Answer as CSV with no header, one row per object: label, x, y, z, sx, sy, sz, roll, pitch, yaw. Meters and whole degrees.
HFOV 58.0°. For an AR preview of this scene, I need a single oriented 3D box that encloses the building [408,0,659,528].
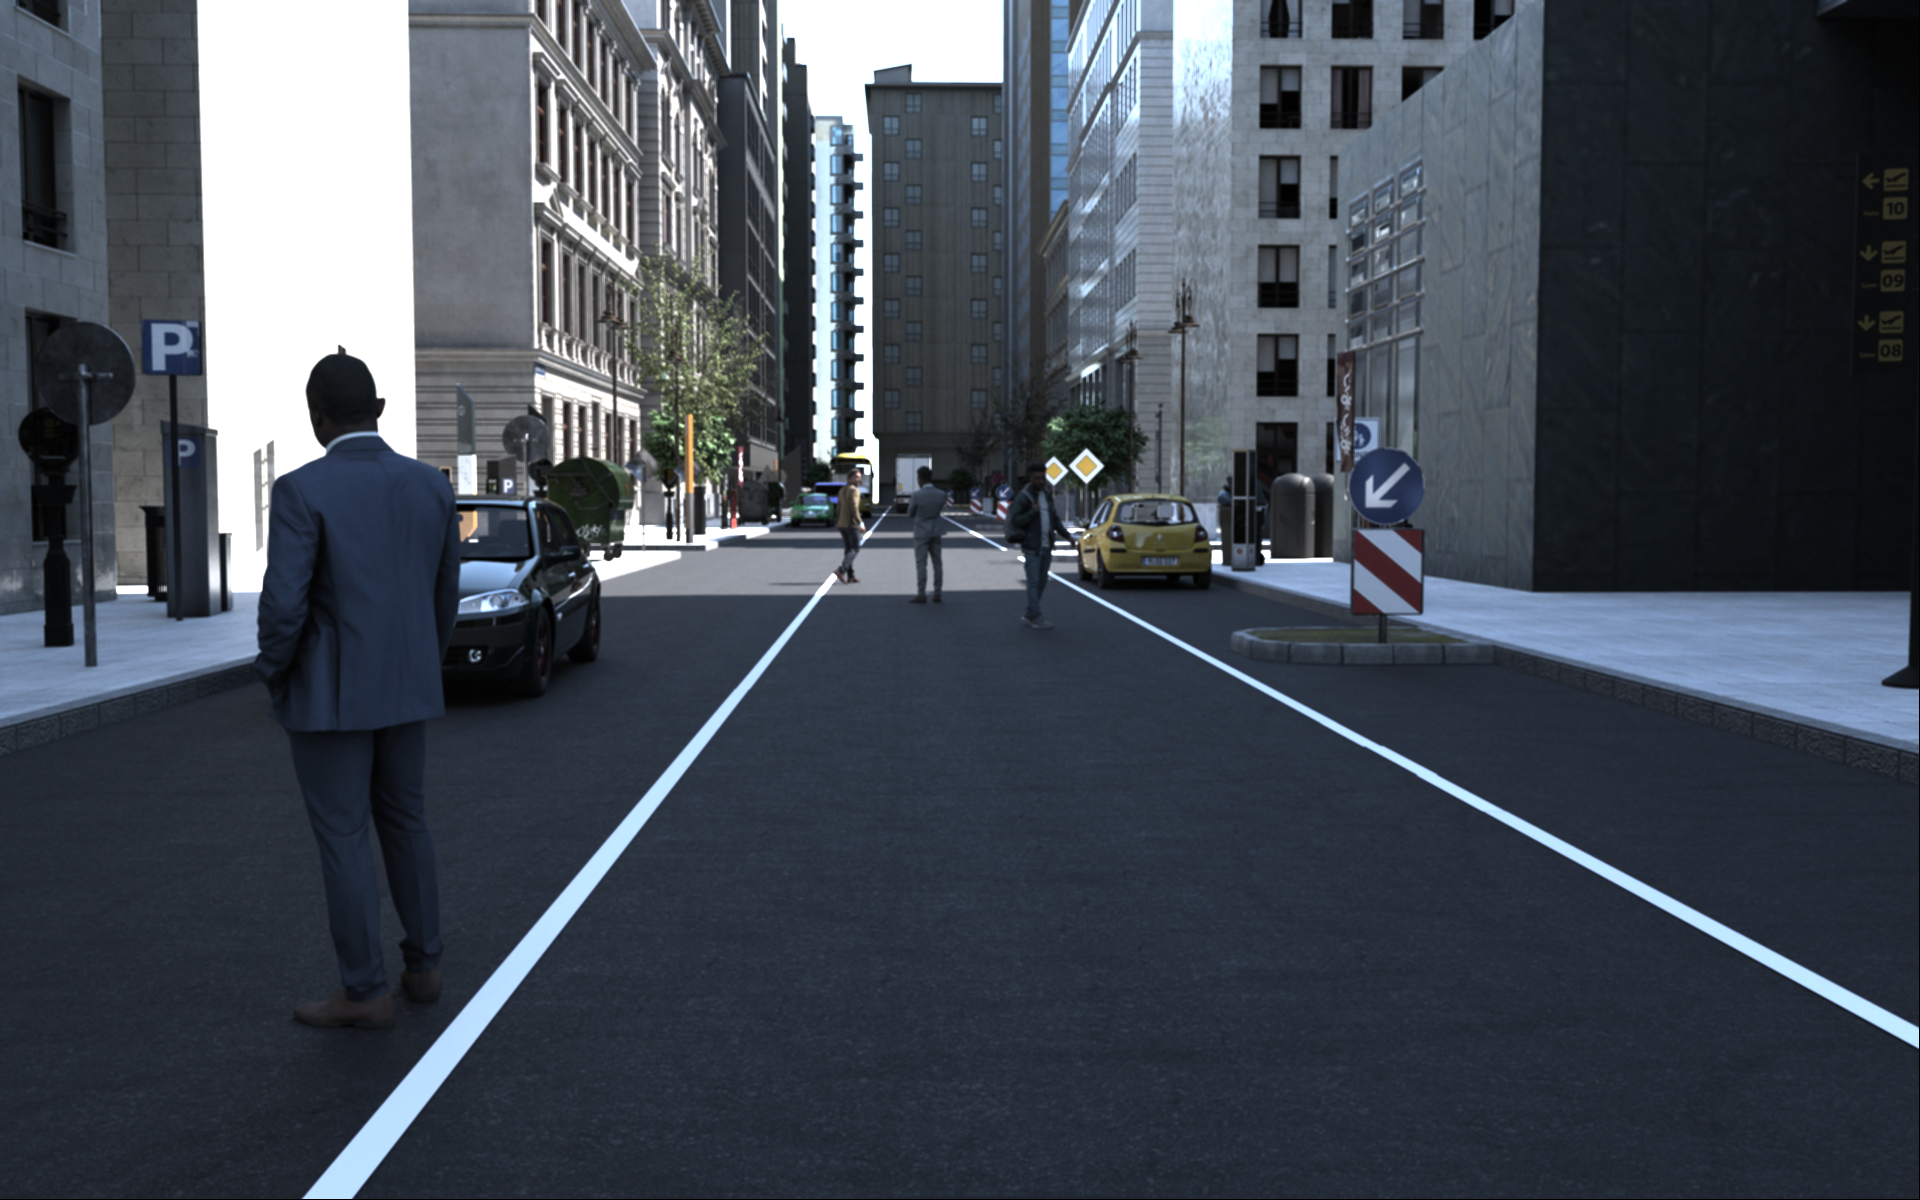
building,-17.283,-13.554,57.763,11.583,22.565,21.152,0,4,-2

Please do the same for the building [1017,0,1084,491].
building,11.883,-29.733,136.249,14.600,45.320,14.200,0,4,-2

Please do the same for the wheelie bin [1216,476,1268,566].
wheelie bin,5.006,-1.410,30.963,0.980,1.594,0.693,-2,4,-25

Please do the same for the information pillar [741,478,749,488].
information pillar,-9.892,-4.593,79.581,0.304,2.012,0.304,-1,4,-20

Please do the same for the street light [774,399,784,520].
street light,-8.807,-6.838,84.595,0.468,5.910,1.993,0,4,-2

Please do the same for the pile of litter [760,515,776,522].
pile of litter,-9.129,-4.111,81.179,1.176,0.858,1.719,1,4,10

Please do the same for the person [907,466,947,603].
person,-0.464,-0.877,23.016,0.511,1.800,0.466,-3,5,-42

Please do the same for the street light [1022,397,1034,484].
street light,3.230,-6.735,82.899,0.468,5.910,1.993,0,4,-2

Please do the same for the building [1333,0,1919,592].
building,18.796,-42.978,15.361,22.319,86.520,31.000,0,4,-2

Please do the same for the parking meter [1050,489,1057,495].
parking meter,4.580,-4.668,84.727,0.372,1.533,0.369,0,3,0

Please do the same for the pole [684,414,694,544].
pole,-6.955,-3.096,44.462,0.158,3.312,0.155,0,3,0

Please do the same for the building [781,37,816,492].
building,-26.187,-34.120,181.561,21.600,48.544,21.300,0,4,-2

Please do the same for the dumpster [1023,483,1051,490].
dumpster,3.534,-4.498,79.300,1.264,1.857,1.865,0,4,-2

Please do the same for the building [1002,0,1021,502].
building,14.303,-37.621,157.107,21.231,58.520,28.212,0,4,-2

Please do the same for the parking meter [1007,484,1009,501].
parking meter,2.696,-5.899,102.167,0.255,1.863,0.399,-2,4,-28

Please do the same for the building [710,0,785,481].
building,-20.388,-27.088,126.490,14.154,41.232,14.086,0,4,-2

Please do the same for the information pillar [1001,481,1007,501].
information pillar,2.429,-5.560,95.401,0.304,2.012,0.304,0,4,3

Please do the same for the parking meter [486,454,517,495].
parking meter,-6.692,-1.199,25.317,0.255,1.863,0.399,3,4,36

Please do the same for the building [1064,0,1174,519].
building,12.078,-18.780,84.553,11.434,29.767,29.804,0,4,-2

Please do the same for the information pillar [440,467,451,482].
information pillar,-14.158,-2.643,47.709,0.304,2.012,0.304,-1,4,-15

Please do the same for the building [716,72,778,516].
building,-18.974,-19.034,104.717,14.314,27.812,24.014,0,4,-2

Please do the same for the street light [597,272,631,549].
street light,-7.233,-3.886,36.317,0.468,5.910,1.993,0,4,-2

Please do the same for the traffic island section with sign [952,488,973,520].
traffic island section with sign,0.730,-5.412,97.115,1.989,1.847,2.006,0,4,-2

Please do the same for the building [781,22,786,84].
building,-26.513,-32.380,149.020,23.786,49.044,30.456,0,4,-2

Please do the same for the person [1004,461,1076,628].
person,0.823,-0.596,18.592,0.721,1.781,0.623,2,4,34

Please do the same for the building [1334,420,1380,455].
building,47.722,-34.264,183.924,21.600,48.544,21.300,0,4,-2

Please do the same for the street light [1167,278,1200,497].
street light,4.787,-3.940,37.201,0.468,5.910,1.993,0,4,-2

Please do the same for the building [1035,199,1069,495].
building,11.375,-16.761,110.192,11.583,22.565,21.152,0,4,-2

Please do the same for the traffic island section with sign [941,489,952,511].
traffic island section with sign,-0.976,-8.481,147.287,1.989,1.847,2.006,0,4,-2

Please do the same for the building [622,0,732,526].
building,-18.535,-17.906,80.153,14.401,28.519,23.554,0,4,-2

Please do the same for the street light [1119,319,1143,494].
street light,4.520,-4.469,45.860,0.468,5.910,1.993,0,4,-2

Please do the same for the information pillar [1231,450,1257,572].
information pillar,4.720,-1.485,28.778,0.304,2.012,0.304,3,4,36

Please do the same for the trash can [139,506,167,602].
trash can,-9.447,-0.561,20.821,0.748,1.137,0.748,0,3,0

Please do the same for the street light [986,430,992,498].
street light,1.993,-9.008,120.065,0.468,5.910,1.993,0,4,-2

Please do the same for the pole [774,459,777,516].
pole,-10.837,-6.606,101.846,0.158,3.312,0.155,0,3,0

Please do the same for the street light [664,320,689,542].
street light,-7.536,-4.489,46.177,0.468,5.910,1.993,0,4,-2

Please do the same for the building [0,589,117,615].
building,-15.096,-9.605,11.786,10.420,20.320,16.860,0,4,-2

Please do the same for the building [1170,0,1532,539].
building,15.797,-12.181,53.917,16.860,20.320,10.420,0,4,-2

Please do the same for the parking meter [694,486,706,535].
parking meter,-8.084,-2.777,53.812,0.372,1.533,0.369,0,3,0

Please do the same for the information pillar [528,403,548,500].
information pillar,-10.916,-3.268,44.794,0.504,3.616,0.183,0,4,-7

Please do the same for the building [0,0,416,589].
building,-19.098,-10.637,28.664,16.860,20.320,10.420,0,4,-2

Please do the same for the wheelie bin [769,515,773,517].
wheelie bin,-10.982,-5.536,98.419,0.980,1.594,0.693,1,4,9

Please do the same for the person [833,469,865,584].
person,-1.754,-1.180,27.706,0.656,1.842,0.836,2,4,26

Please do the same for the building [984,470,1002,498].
building,13.298,-45.470,181.689,20.563,71.187,20.611,0,4,-2

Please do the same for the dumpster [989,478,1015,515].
dumpster,2.560,-6.300,105.503,1.502,2.255,1.985,0,4,-2

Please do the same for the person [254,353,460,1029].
person,-1.605,0.243,4.702,0.419,1.800,0.721,2,4,27

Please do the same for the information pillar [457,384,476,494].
information pillar,-10.528,-2.789,36.949,0.504,3.616,0.183,2,4,34

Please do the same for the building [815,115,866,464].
building,-27.143,-36.540,217.043,30.456,49.044,23.786,0,4,-2

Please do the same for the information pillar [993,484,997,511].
information pillar,2.493,-7.100,120.573,0.304,2.012,0.304,2,4,29

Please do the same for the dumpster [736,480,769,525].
dumpster,-8.540,-4.009,71.313,1.264,1.857,1.865,0,4,-2

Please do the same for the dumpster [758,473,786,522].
dumpster,-8.732,-4.678,78.972,1.502,2.255,1.985,0,4,-2

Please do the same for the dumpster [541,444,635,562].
dumpster,-7.161,-1.888,33.369,1.502,2.255,1.985,0,4,-2

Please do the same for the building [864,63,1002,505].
building,1.857,-38.652,221.197,27.495,52.752,28.713,0,4,-2
